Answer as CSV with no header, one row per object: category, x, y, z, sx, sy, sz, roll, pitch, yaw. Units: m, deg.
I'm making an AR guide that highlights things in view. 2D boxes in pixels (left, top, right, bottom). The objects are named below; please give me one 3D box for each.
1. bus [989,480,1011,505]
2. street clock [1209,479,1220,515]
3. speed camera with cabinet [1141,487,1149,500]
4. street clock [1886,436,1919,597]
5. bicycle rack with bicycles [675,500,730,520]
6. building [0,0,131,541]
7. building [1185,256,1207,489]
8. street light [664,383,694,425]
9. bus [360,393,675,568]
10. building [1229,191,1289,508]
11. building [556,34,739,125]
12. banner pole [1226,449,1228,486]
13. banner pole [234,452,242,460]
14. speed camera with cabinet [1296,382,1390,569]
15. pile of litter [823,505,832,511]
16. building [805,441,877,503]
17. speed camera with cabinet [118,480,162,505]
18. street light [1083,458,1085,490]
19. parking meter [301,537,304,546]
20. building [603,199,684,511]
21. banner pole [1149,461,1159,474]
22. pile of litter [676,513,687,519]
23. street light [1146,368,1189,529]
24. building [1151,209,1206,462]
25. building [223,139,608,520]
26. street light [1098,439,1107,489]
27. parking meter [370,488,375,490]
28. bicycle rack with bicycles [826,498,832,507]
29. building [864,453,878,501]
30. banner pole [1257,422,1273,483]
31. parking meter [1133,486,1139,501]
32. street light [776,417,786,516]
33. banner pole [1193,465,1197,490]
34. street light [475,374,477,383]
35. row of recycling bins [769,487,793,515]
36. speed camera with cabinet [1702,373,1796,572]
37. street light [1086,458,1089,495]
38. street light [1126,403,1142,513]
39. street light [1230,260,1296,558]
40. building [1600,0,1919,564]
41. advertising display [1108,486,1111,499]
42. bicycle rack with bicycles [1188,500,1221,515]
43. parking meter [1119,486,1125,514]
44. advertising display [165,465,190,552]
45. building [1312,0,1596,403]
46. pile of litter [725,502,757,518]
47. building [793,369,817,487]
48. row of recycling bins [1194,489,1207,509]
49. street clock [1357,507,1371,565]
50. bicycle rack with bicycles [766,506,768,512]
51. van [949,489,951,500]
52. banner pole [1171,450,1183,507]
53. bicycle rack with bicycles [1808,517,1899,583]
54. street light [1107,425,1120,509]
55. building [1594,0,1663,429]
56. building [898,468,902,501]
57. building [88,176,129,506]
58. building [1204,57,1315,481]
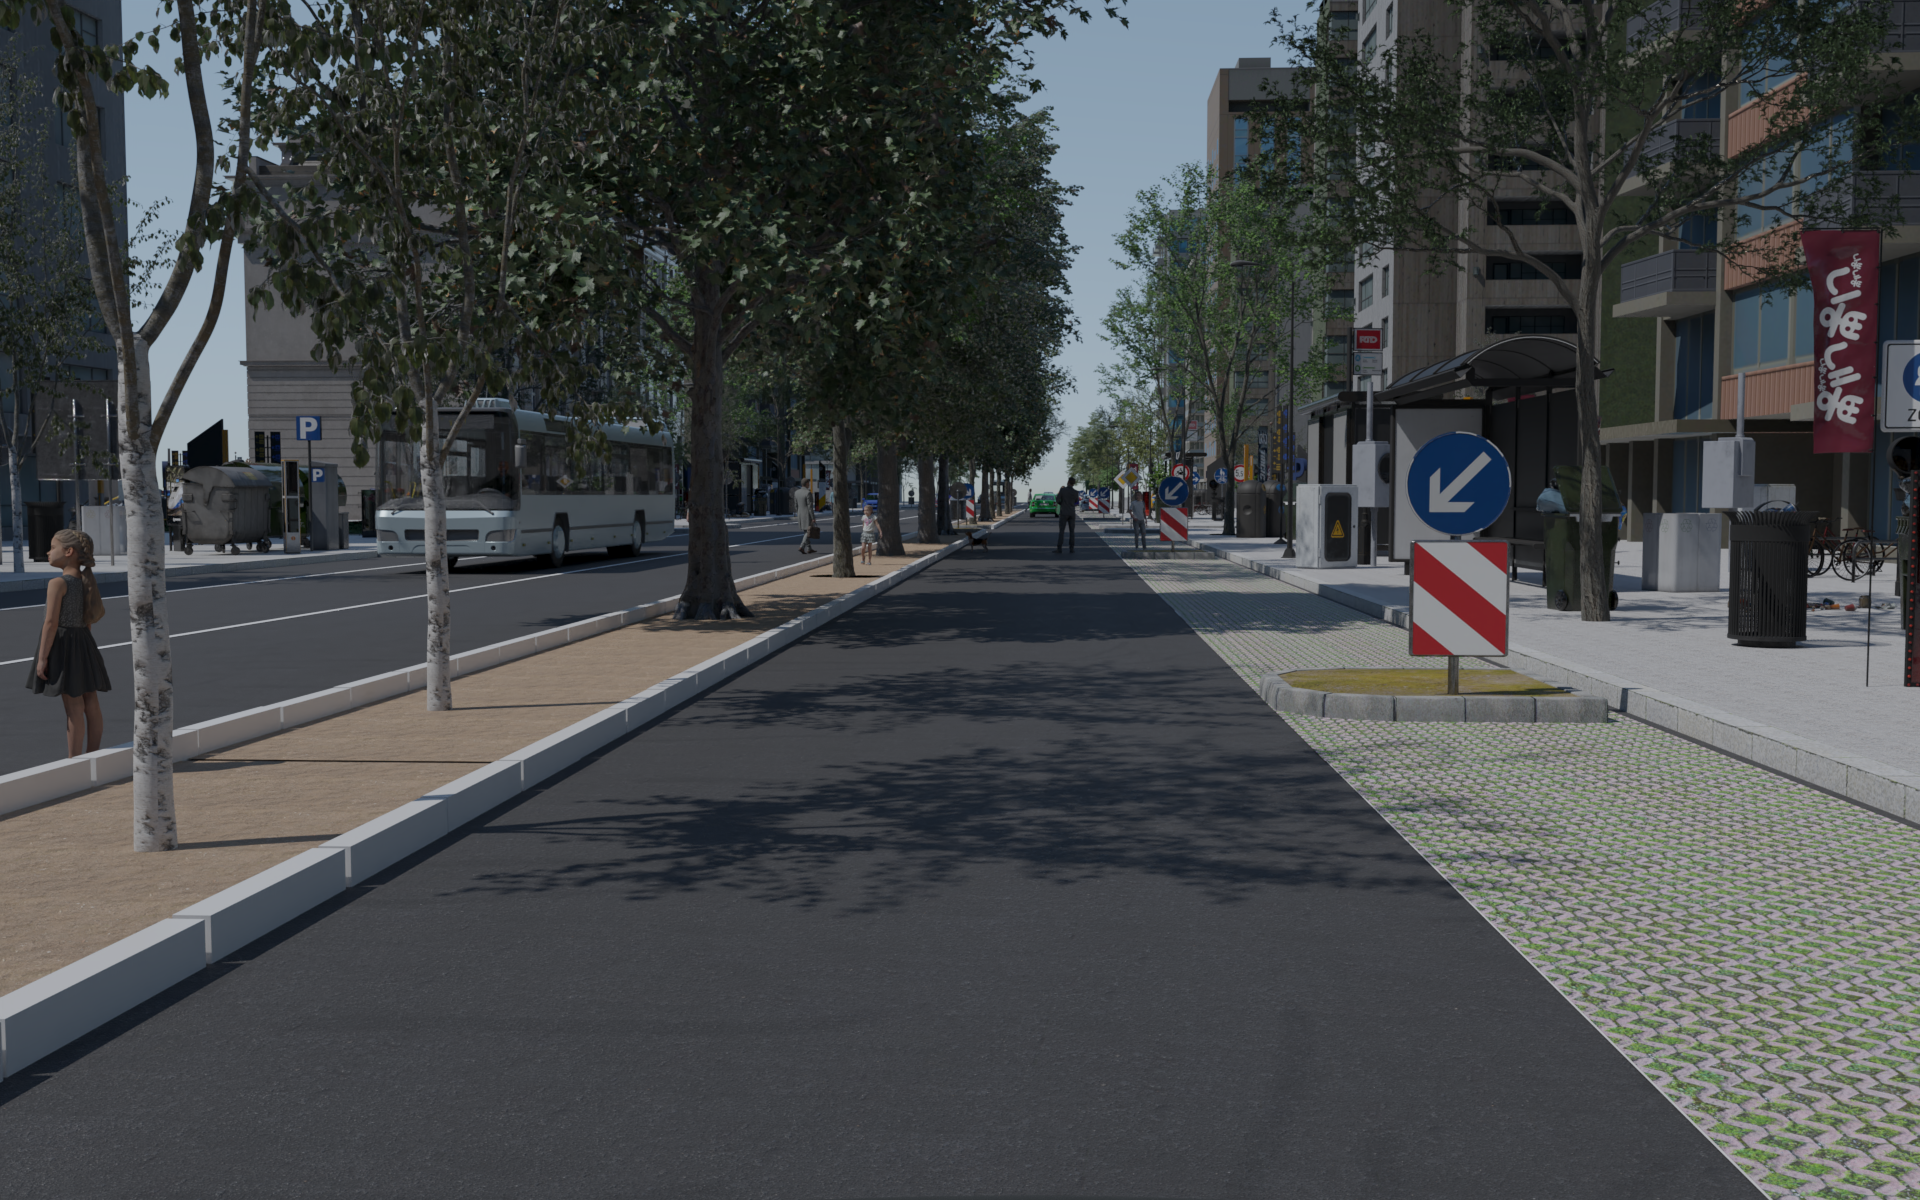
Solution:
bus,5.149,-13.553,216.451,2.948,3.499,13.247,0,4,2
street clock,12.489,-4.926,85.109,0.471,2.002,0.358,2,4,29
speed camera with cabinet,15.222,-8.955,140.749,0.660,3.252,2.038,-3,4,-38
street clock,11.849,-1.045,21.661,0.471,2.002,0.358,1,4,13
bicycle rack with bicycles,-12.762,-4.392,85.185,2.925,0.926,2.852,-2,4,-34
building,-31.948,-22.244,47.280,14.086,41.232,14.154,0,4,3
building,46.757,-34.859,261.828,32.217,40.220,23.993,0,4,3
street light,-11.807,-6.119,72.586,1.470,5.913,1.316,0,4,3
bus,-8.786,-2.538,36.350,2.948,3.499,13.247,0,4,4
building,32.636,-24.082,165.447,14.160,30.474,14.107,0,4,3
building,-29.229,-31.083,162.830,22.147,44.769,28.867,0,4,3
banner pole,14.934,-6.507,96.400,0.401,3.779,0.863,2,4,29
banner pole,-42.670,-6.876,102.446,0.863,3.779,0.401,2,4,33
speed camera with cabinet,6.775,-2.188,30.114,2.038,3.252,0.660,-2,4,-34
pile of litter,-10.629,-7.312,133.521,1.719,0.858,1.176,0,4,0
building,-27.034,-40.812,256.522,28.713,52.752,27.495,0,4,3
speed camera with cabinet,-28.566,-4.035,60.311,2.038,3.252,0.660,3,5,39
street light,16.583,-15.280,222.366,1.470,5.913,1.316,0,4,3
parking meter,-16.531,-2.127,43.180,0.372,1.533,0.369,0,3,0
building,-27.482,-19.812,121.190,12.463,27.353,25.104,0,4,3
banner pole,13.535,-7.971,120.337,0.863,3.779,0.401,0,4,3
pile of litter,-14.036,-4.676,90.420,1.719,0.858,1.176,0,4,-4
street light,7.695,-5.570,63.617,1.470,5.913,1.316,0,4,3
building,43.479,-40.939,288.956,23.786,49.044,30.456,0,4,3
building,-28.661,-15.566,96.298,13.314,21.916,24.055,0,4,3
street light,12.358,-10.648,146.631,1.470,5.913,1.316,0,4,3
parking meter,-24.775,-3.968,73.293,0.372,1.533,0.369,0,3,0
bicycle rack with bicycles,-10.631,-7.984,143.919,2.925,0.926,2.852,-1,4,-23
building,-22.622,-40.204,281.042,21.300,48.544,21.600,0,4,3
banner pole,10.600,-4.280,59.994,0.863,3.779,0.401,-2,4,-34
parking meter,12.239,-7.027,120.610,0.399,1.863,0.255,-2,4,-32
street light,-10.195,-7.942,102.393,1.470,5.913,1.316,0,4,3
banner pole,17.742,-8.658,131.567,0.401,3.779,0.863,-2,4,-33
street light,-13.108,-4.668,48.860,1.470,5.913,1.316,0,4,3
row of recycling bins,-11.078,-6.153,107.716,1.069,1.692,3.534,-1,4,-18
speed camera with cabinet,13.188,-2.115,28.920,2.038,3.252,0.660,-3,4,-37
street light,15.018,-13.477,192.883,1.470,5.913,1.316,0,4,3
street light,9.125,-7.057,87.923,1.470,5.913,1.316,0,4,3
street light,6.069,-3.795,34.581,1.470,5.913,1.316,0,4,3
building,27.099,-23.336,36.172,22.147,44.769,28.867,0,4,3
advertising display,12.296,-8.413,142.761,0.123,1.923,0.974,0,4,-1
bicycle rack with bicycles,15.311,-5.656,105.863,2.925,0.926,2.852,2,4,29
parking meter,10.653,-6.624,114.010,0.255,1.863,0.399,2,4,32
advertising display,-17.458,-2.047,38.682,0.974,1.923,0.123,3,5,42
building,27.637,-20.207,102.078,14.160,30.474,14.107,0,4,3
pile of litter,-11.906,-4.893,93.957,1.719,0.858,1.176,1,4,16
building,-27.986,-32.853,191.768,22.147,44.769,28.867,0,4,3
row of recycling bins,19.497,-8.069,139.042,1.069,1.692,3.534,-1,4,-17
street clock,7.345,-1.640,31.383,0.358,2.002,0.471,-2,4,-26
bicycle rack with bicycles,-15.201,-6.565,120.714,2.925,0.926,2.852,3,5,41
van,-0.616,-11.497,192.358,2.240,2.365,5.245,0,4,4
banner pole,10.716,-5.854,85.732,0.863,3.779,0.401,2,4,24
bicycle rack with bicycles,13.433,-0.782,26.161,2.925,0.926,2.852,-1,4,-10
street light,10.835,-8.833,116.954,1.470,5.913,1.316,0,4,3
building,27.925,-19.274,86.830,14.107,30.474,14.160,0,4,3
building,-17.646,-32.292,299.670,14.160,30.474,14.107,0,4,3
building,-54.505,-14.744,90.211,18.267,20.994,9.793,0,4,3
building,32.955,-32.356,179.125,14.600,45.320,14.200,0,4,3
